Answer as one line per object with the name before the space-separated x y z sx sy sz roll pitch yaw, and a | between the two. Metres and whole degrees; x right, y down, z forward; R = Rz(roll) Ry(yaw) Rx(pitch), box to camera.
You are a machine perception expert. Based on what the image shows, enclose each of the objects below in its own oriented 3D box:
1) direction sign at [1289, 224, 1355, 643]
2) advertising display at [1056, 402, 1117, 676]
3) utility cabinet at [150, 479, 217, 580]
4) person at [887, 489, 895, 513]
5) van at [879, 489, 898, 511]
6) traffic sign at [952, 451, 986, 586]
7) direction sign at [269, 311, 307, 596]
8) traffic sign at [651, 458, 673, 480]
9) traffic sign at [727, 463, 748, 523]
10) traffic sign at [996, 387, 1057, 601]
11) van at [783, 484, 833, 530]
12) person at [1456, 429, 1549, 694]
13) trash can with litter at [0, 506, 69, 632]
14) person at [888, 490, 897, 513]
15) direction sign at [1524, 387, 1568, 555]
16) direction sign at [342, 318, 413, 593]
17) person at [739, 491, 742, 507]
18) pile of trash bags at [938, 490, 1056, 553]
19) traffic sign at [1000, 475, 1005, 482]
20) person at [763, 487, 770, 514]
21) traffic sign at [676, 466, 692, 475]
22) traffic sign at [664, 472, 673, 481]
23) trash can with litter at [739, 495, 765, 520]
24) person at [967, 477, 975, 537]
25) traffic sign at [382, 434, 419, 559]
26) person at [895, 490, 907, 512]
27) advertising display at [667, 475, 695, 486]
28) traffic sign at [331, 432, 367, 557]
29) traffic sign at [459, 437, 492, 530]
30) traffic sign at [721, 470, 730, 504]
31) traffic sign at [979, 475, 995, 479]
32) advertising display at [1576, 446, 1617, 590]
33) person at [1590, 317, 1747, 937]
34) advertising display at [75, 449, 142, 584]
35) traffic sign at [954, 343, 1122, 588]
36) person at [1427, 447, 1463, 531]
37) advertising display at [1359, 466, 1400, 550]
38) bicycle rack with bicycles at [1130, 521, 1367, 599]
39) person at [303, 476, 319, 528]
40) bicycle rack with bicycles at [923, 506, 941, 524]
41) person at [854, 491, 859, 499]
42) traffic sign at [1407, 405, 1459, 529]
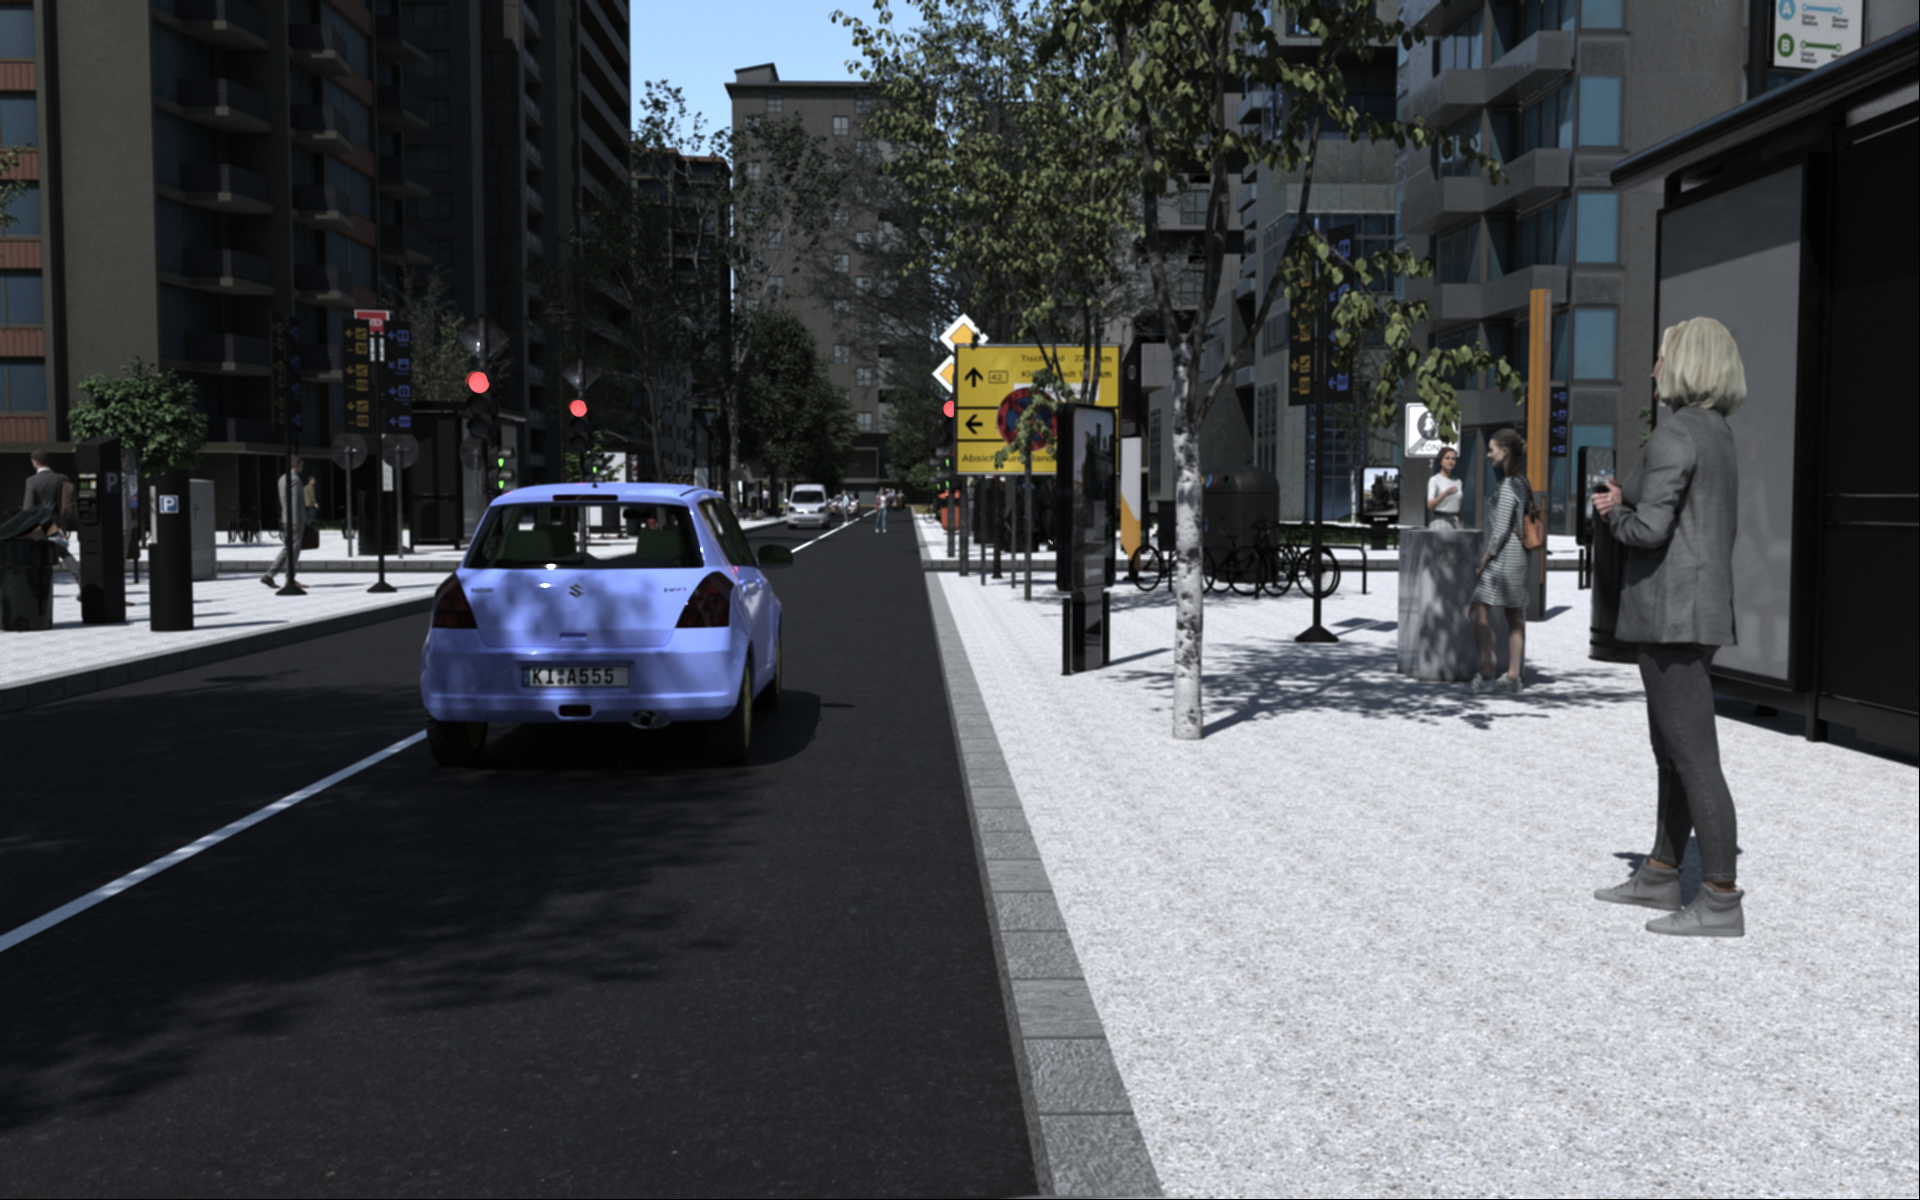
direction sign | 3.114 -1.407 15.007 0.379 3.537 0.876 -2 4 -25
advertising display | 0.925 -0.452 12.606 0.123 1.923 0.974 2 4 24
utility cabinet | -11.377 -1.024 25.415 0.318 1.500 1.173 0 4 8
person | -5.330 -7.578 132.276 0.709 1.838 0.599 2 4 25
van | -6.104 -8.522 146.338 2.013 2.044 4.112 0 4 -1
traffic sign | 0.324 -1.479 24.190 0.884 2.594 0.081 0 4 5
direction sign | -8.516 -1.832 21.949 0.379 3.537 0.876 0 4 1
traffic sign | -10.529 -3.739 61.245 0.768 2.556 0.104 0 4 1
traffic sign | -9.170 -4.371 71.477 0.884 2.594 0.081 0 4 3
traffic sign | 0.818 -1.264 20.768 0.768 2.556 0.104 0 4 -1
van | -6.229 -3.934 71.331 2.013 2.044 4.112 0 4 -3
person | 3.523 -0.253 11.184 0.522 1.701 0.512 2 4 27
trash can with litter | -8.905 -0.287 16.072 0.624 1.170 1.055 3 4 36
person | -5.464 -7.600 133.546 1.217 1.735 0.721 -1 4 -22
direction sign | 12.360 -2.728 36.597 0.876 3.537 0.379 0 4 3
direction sign | -7.572 -1.871 22.580 0.876 3.537 0.379 -2 4 -35
person | -21.507 -9.915 168.142 1.348 1.826 0.705 1 4 9
pile of trash bags | 1.194 -1.764 38.592 3.447 1.369 1.912 1 4 10
traffic sign | 2.038 -5.027 82.300 0.768 2.556 0.104 0 4 5
person | -12.578 -6.400 111.622 0.756 1.711 0.436 -2 4 -28
traffic sign | -10.091 -3.743 63.330 0.606 2.300 0.079 0 4 7
traffic sign | -11.388 -4.062 66.522 0.768 2.556 0.104 0 4 8
trash can with litter | -10.505 -4.590 86.108 1.678 1.210 2.233 1 4 18
person | 0.412 -2.780 51.678 0.526 1.800 0.537 2 4 35
traffic sign | -11.103 -2.092 34.308 0.768 2.556 0.104 0 4 -1
person | -4.669 -7.683 134.842 1.217 1.736 0.721 1 4 21
advertising display | -9.190 -3.187 57.315 0.974 1.923 0.123 0 3 0
traffic sign | -12.417 -2.146 35.194 0.768 2.556 0.104 0 4 5
traffic sign | -10.362 -2.267 37.176 0.768 2.556 0.104 0 3 0
traffic sign | -12.500 -5.694 93.199 0.768 2.556 0.104 0 4 6
traffic sign | 1.149 -4.424 72.436 0.768 2.556 0.104 0 4 2
advertising display | 8.639 -1.120 23.524 0.123 1.923 0.974 3 5 44
person | 2.072 0.067 5.138 0.526 1.800 0.537 3 5 45
advertising display | -11.965 -1.171 24.365 0.123 1.923 0.974 2 4 24
traffic sign | 1.051 -1.809 23.453 2.265 3.308 0.079 0 4 3
person | 4.875 -0.649 17.224 0.480 1.755 0.524 -2 4 -29
advertising display | 9.565 -2.097 39.499 0.974 1.923 0.123 -1 4 -18
bicycle rack with bicycles | 3.930 -0.541 22.224 2.852 0.926 2.925 -2 4 -29
person | -20.513 -2.981 54.690 0.656 1.842 0.836 0 4 7
bicycle rack with bicycles | -0.142 -3.812 75.700 2.925 0.926 2.852 0 4 -1
person | -9.667 -9.335 161.577 0.683 1.767 0.568 2 4 34
traffic sign | 5.337 -1.070 19.630 0.606 2.300 0.079 0 4 1
